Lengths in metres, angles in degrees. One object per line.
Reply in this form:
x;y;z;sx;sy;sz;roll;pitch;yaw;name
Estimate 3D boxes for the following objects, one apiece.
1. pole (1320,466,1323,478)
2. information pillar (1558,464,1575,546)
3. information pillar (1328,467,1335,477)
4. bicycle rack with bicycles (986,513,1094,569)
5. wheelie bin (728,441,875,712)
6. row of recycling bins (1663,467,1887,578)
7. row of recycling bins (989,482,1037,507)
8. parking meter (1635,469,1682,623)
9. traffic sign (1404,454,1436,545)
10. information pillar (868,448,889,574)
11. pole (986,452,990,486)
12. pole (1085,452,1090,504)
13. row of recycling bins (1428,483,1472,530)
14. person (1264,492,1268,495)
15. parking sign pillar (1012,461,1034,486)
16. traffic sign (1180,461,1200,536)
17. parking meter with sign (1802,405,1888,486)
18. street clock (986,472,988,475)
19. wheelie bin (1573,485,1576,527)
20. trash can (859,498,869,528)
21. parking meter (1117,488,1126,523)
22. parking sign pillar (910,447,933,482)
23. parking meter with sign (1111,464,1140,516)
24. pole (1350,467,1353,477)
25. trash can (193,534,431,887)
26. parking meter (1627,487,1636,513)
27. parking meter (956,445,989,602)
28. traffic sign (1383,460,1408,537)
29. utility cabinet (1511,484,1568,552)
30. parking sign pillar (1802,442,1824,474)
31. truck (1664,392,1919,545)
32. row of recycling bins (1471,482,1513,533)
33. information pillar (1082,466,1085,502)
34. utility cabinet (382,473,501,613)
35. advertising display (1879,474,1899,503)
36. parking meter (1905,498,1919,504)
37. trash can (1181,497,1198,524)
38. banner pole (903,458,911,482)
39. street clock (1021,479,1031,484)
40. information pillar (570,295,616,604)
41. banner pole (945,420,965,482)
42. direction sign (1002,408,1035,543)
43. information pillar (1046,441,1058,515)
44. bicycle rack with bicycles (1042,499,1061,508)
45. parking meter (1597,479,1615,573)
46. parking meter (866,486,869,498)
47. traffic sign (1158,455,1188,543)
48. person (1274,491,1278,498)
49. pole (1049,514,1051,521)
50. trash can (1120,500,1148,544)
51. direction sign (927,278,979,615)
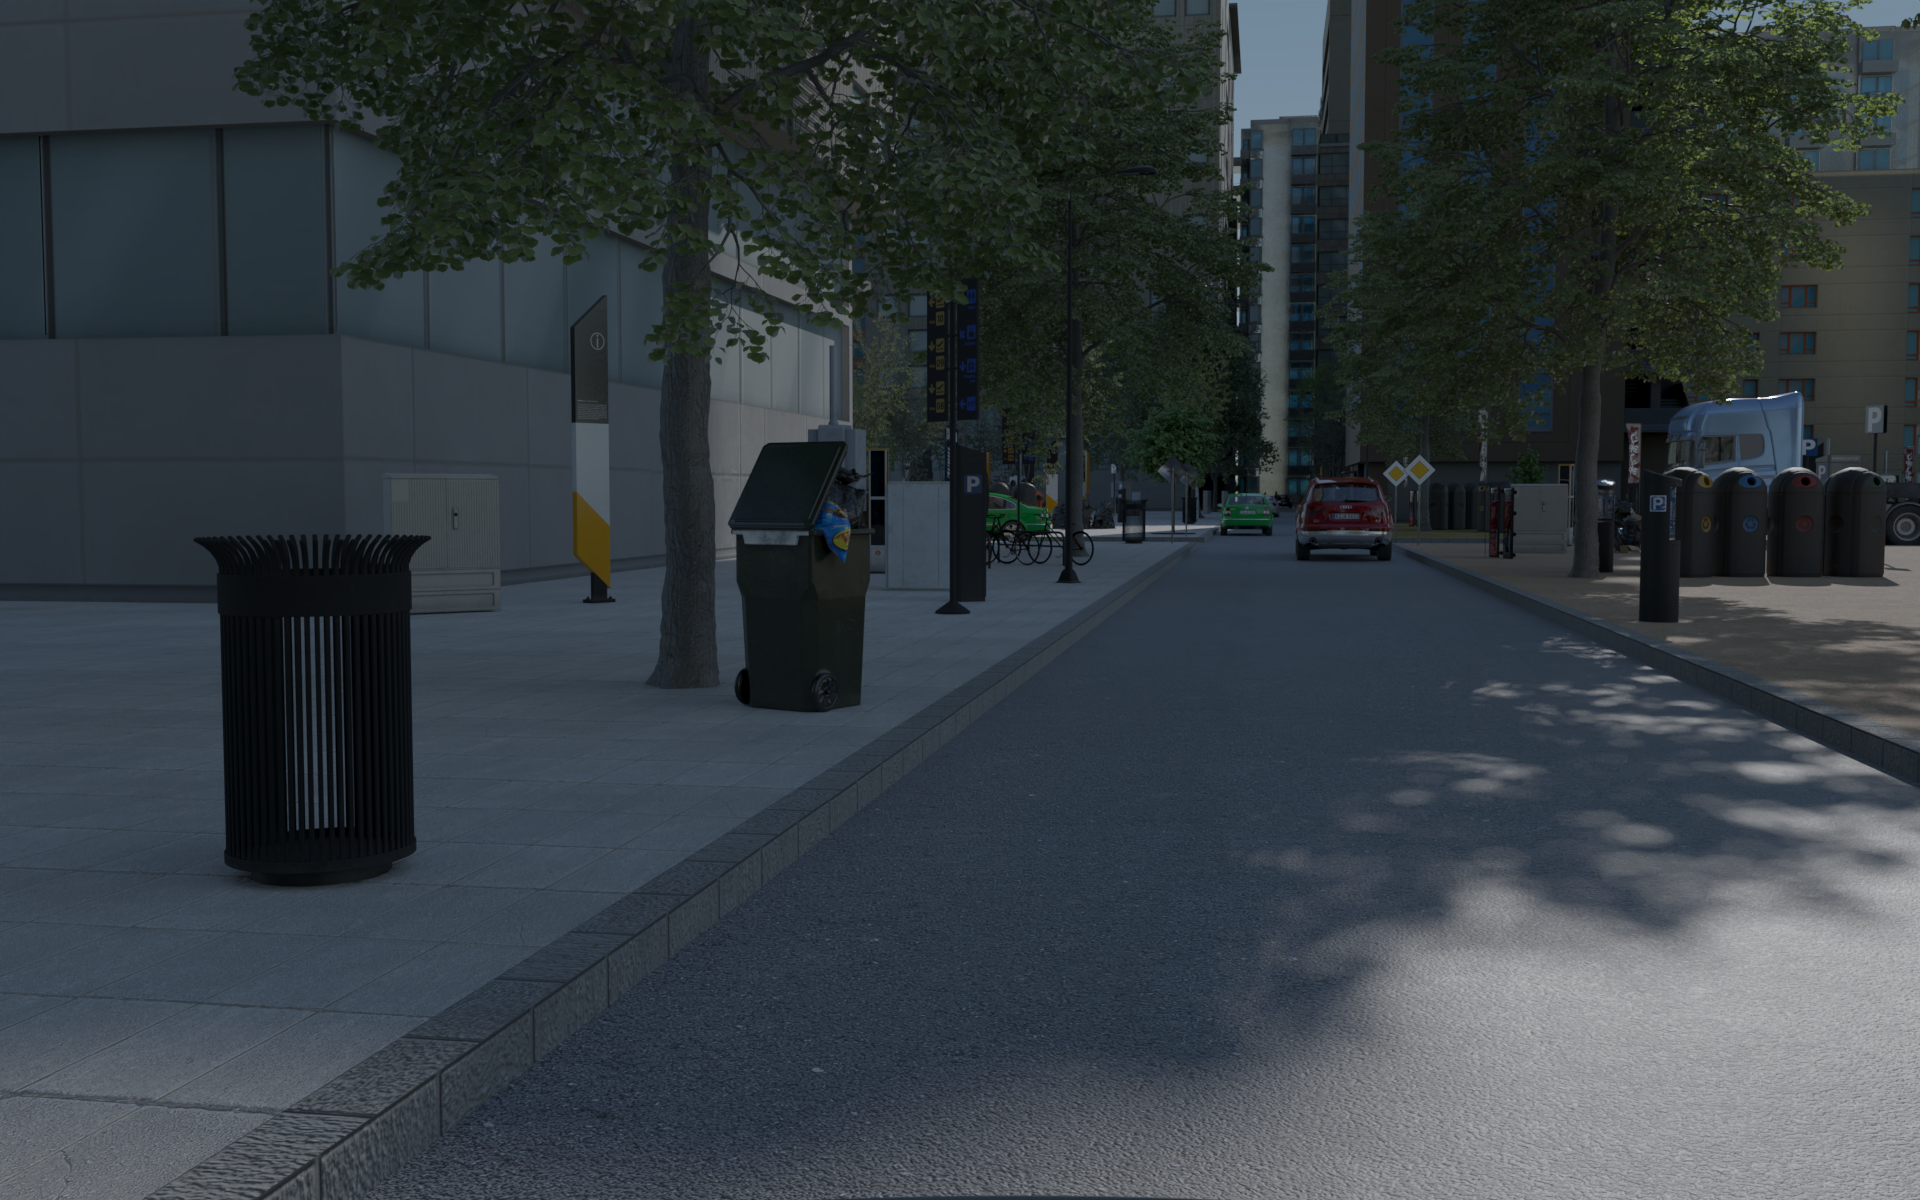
25.835;-7.948;123.796;0.158;3.312;0.155;0;3;0;pole
14.887;-2.329;42.570;0.304;2.012;0.304;2;4;35;information pillar
26.558;-8.096;123.720;0.504;3.616;0.183;1;4;21;information pillar
0.615;-1.093;31.257;2.852;0.926;2.925;-3;4;-39;bicycle rack with bicycles
-0.960;-0.157;10.481;0.980;1.594;0.693;2;4;34;wheelie bin
12.551;-1.215;26.971;3.534;1.692;1.069;0;4;-2;row of recycling bins
0.927;-3.250;60.254;3.534;1.692;1.069;-1;4;-10;row of recycling bins
7.039;-0.550;17.405;0.372;1.533;0.369;0;3;0;parking meter
11.607;-2.456;43.803;0.795;2.450;0.064;1;4;10;traffic sign
-1.309;-1.434;27.941;0.304;2.012;0.304;0;4;4;information pillar
1.366;-5.505;83.853;0.158;3.312;0.155;0;3;0;pole
6.227;-5.554;84.646;0.158;3.312;0.155;0;3;0;pole
18.097;-3.396;62.644;3.534;1.692;1.069;-3;4;-38;row of recycling bins
31.559;-10.320;178.708;0.415;1.643;0.593;-3;5;-45;person
3.668;-6.882;100.995;1.447;3.967;1.447;-2;4;-33;parking sign pillar
6.903;-3.004;52.762;0.795;2.450;0.064;1;4;10;traffic sign
17.215;-2.311;34.040;1.738;3.016;0.543;0;4;-8;parking meter with sign
0.469;-2.481;45.137;0.471;2.002;0.358;-1;4;-11;street clock
21.721;-3.233;60.773;0.980;1.594;0.693;3;5;42;wheelie bin
-3.587;-3.250;64.784;0.748;1.137;0.748;0;3;0;trash can
7.286;-4.260;78.064;0.372;1.533;0.369;0;3;0;parking meter
-2.225;-6.812;99.849;1.447;3.967;1.447;1;4;23;parking sign pillar
9.650;-6.390;100.743;1.738;3.016;0.543;-2;4;-30;parking meter with sign
27.170;-7.725;120.152;0.158;3.312;0.155;0;3;0;pole
-2.164;0.355;5.845;0.748;1.137;0.748;0;3;0;trash can
25.845;-3.561;66.639;0.372;1.533;0.369;0;3;0;parking meter
0.127;-0.916;20.684;0.399;1.863;0.255;-1;4;-18;parking meter
12.999;-2.937;51.667;0.795;2.450;0.064;1;4;10;traffic sign
12.581;-1.773;37.663;1.173;1.500;0.318;1;4;15;utility cabinet
44.197;-6.218;90.143;1.447;3.967;1.447;2;4;29;parking sign pillar
27.873;-3.419;45.660;18.799;4.110;2.967;1;4;8;truck
18.116;-3.127;58.243;1.069;1.692;3.534;0;4;8;row of recycling bins
8.426;-7.677;116.872;0.504;3.616;0.183;1;4;12;information pillar
-5.566;-0.609;18.633;1.173;1.500;0.318;-3;4;-36;utility cabinet
30.249;-3.148;56.684;0.123;1.923;0.974;-1;4;-20;advertising display
29.462;-2.764;53.606;0.372;1.533;0.369;0;3;0;parking meter
9.832;-3.826;74.202;0.748;1.137;0.748;0;3;0;trash can
-3.102;-7.121;106.452;0.863;3.779;0.401;0;4;-7;banner pole
3.123;-4.742;82.100;0.471;2.002;0.358;2;4;33;street clock
-4.318;-1.770;20.297;0.183;3.616;0.504;3;5;41;information pillar
-0.122;-4.172;58.237;0.863;3.779;0.401;0;4;2;banner pole
1.540;-3.270;45.459;0.876;3.537;0.379;1;4;12;direction sign
3.845;-4.940;72.121;0.504;3.616;0.183;0;4;0;information pillar
5.815;-6.573;120.843;2.852;0.926;2.925;-2;4;-30;bicycle rack with bicycles
10.530;-1.223;28.403;0.372;1.533;0.369;0;3;0;parking meter
-6.635;-7.249;124.233;0.399;1.863;0.255;1;4;13;parking meter
5.511;-2.523;44.899;0.795;2.450;0.064;1;4;10;traffic sign
33.694;-10.751;185.014;0.721;1.736;1.217;-1;4;-23;person
3.876;-5.015;75.833;0.158;3.312;0.155;0;3;0;pole
4.513;-2.036;44.945;0.748;1.137;0.748;0;3;0;trash can
-0.078;-1.622;18.509;0.379;3.537;0.876;-3;4;-38;direction sign
